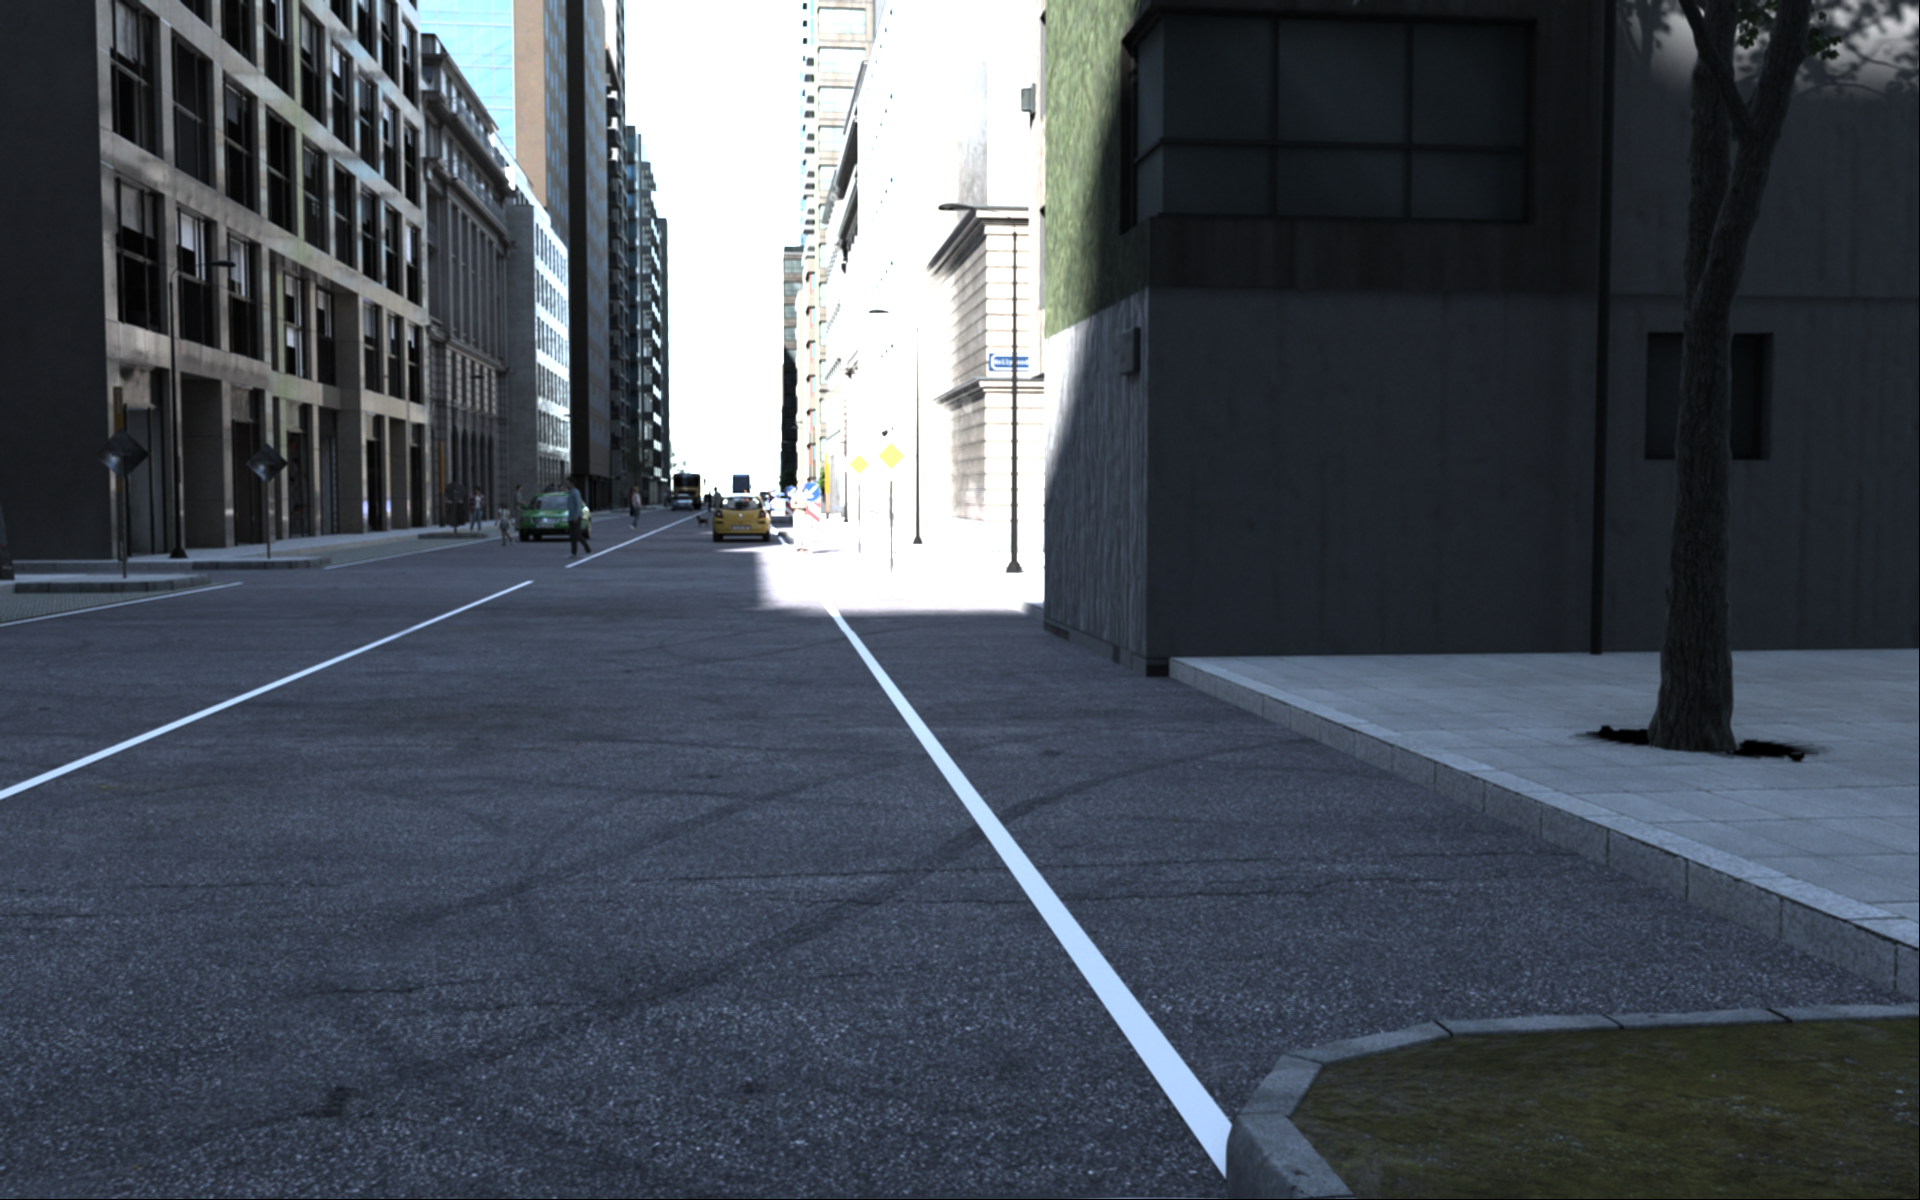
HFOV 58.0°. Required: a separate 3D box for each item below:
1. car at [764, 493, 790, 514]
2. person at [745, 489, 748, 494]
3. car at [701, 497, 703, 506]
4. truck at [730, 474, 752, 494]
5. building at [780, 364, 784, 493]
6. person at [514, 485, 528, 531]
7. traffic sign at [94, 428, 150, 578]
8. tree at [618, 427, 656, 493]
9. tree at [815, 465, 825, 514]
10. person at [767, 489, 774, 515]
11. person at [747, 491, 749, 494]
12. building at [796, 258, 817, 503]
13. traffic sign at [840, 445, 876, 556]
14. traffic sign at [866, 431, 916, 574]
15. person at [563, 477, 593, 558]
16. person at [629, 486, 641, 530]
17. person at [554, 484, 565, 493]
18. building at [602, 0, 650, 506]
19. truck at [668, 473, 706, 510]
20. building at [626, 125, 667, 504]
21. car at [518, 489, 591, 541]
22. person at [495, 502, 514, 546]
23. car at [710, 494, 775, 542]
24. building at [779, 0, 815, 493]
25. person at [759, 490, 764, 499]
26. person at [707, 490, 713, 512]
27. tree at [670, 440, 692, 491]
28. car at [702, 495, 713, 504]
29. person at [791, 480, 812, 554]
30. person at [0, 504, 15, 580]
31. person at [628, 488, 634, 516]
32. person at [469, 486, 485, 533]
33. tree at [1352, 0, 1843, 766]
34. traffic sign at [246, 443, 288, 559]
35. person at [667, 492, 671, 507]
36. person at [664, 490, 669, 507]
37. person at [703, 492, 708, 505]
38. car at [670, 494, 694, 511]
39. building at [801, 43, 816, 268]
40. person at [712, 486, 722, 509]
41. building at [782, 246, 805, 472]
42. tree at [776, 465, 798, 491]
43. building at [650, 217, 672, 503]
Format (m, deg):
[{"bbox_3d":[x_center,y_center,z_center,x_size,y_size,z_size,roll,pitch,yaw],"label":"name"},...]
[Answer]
[{"bbox_3d":[-13.173,-7.081,125.368,1.945,1.707,3.694,0,4,-8],"label":"car"},{"bbox_3d":[-16.506,-7.645,133.455,0.705,1.831,1.348,-2,4,-27],"label":"person"},{"bbox_3d":[-32.180,-12.116,209.896,2.131,1.459,4.920,0,4,-7],"label":"car"},{"bbox_3d":[-27.874,-14.162,221.308,2.967,4.110,18.799,0,4,-8],"label":"truck"},{"bbox_3d":[-9.254,-23.281,225.678,27.650,21.520,28.899,0,4,-7],"label":"building"},{"bbox_3d":[-17.009,-3.575,67.147,0.583,1.804,0.606,-1,4,-18],"label":"person"},{"bbox_3d":[-12.711,-1.386,26.304,0.795,2.450,0.064,0,4,-7],"label":"traffic sign"},{"bbox_3d":[-34.698,-14.384,185.539,4.360,8.622,3.978,0,3,0],"label":"tree"},{"bbox_3d":[-8.899,-7.218,112.623,1.663,3.219,1.824,0,3,0],"label":"tree"},{"bbox_3d":[-12.672,-6.571,116.465,0.721,1.766,1.217,-1,4,-14],"label":"person"},{"bbox_3d":[-22.192,-10.494,180.809,0.721,1.736,1.217,2,4,35],"label":"person"},{"bbox_3d":[0.760,-18.231,143.121,27.650,21.520,28.899,0,4,-7],"label":"building"},{"bbox_3d":[-2.071,-1.956,35.625,0.795,2.450,0.064,0,4,-7],"label":"traffic sign"},{"bbox_3d":[-1.101,-1.471,27.699,0.795,2.450,0.064,0,4,-7],"label":"traffic sign"},{"bbox_3d":[-8.562,-1.852,38.792,0.620,1.820,0.660,-2,4,-32],"label":"person"},{"bbox_3d":[-12.838,-3.626,68.463,0.731,1.740,0.598,3,4,39],"label":"person"},{"bbox_3d":[-16.692,-3.916,72.394,0.638,1.841,0.748,0,4,4],"label":"person"},{"bbox_3d":[-46.679,-46.531,199.040,20.563,71.187,20.611,0,4,-7],"label":"building"},{"bbox_3d":[-25.341,-10.084,160.797,3.469,3.379,9.791,-1,4,-9],"label":"truck"},{"bbox_3d":[-50.691,-37.021,224.902,23.786,49.044,30.456,0,4,-7],"label":"building"},{"bbox_3d":[-12.593,-2.760,53.919,1.959,1.807,4.718,0,4,-5],"label":"car"},{"bbox_3d":[-12.635,-2.110,48.008,0.382,1.210,0.505,3,5,40],"label":"person"},{"bbox_3d":[-6.694,-2.631,53.243,2.015,1.641,3.980,0,4,-6],"label":"car"},{"bbox_3d":[-15.170,-57.518,253.089,22.319,86.520,31.000,0,4,-7],"label":"building"},{"bbox_3d":[-21.357,-10.882,186.285,0.599,1.838,0.709,2,4,27],"label":"person"},{"bbox_3d":[-20.486,-8.165,142.128,0.705,1.807,1.348,1,4,13],"label":"person"},{"bbox_3d":[-44.708,-20.337,266.919,7.601,10.594,8.767,0,4,1],"label":"tree"},{"bbox_3d":[-35.552,-14.288,245.972,2.083,1.381,4.827,0,4,-5],"label":"car"},{"bbox_3d":[-3.757,-1.966,41.197,0.519,1.759,0.362,-3,5,-43],"label":"person"},{"bbox_3d":[-10.495,-0.607,18.611,0.709,1.800,0.728,-1,4,-11],"label":"person"},{"bbox_3d":[-21.092,-6.308,111.573,0.705,1.831,1.348,1,4,15],"label":"person"},{"bbox_3d":[-17.641,-3.298,63.261,0.563,1.720,0.643,-2,4,-27],"label":"person"},{"bbox_3d":[3.883,-5.053,8.380,9.928,11.665,9.643,0,3,0],"label":"tree"},{"bbox_3d":[-13.681,-1.871,34.231,0.795,2.450,0.064,0,4,-7],"label":"traffic sign"},{"bbox_3d":[-33.167,-11.481,197.006,0.721,1.735,1.217,-3,4,-36],"label":"person"},{"bbox_3d":[-31.113,-10.732,183.832,0.599,1.838,0.709,0,4,5],"label":"person"},{"bbox_3d":[-33.488,-13.400,228.147,0.990,1.755,0.434,2,4,28],"label":"person"},{"bbox_3d":[-23.788,-8.328,148.158,2.014,1.417,4.499,-1,4,-9],"label":"car"},{"bbox_3d":[-4.233,-33.758,171.553,23.786,49.044,30.456,0,4,-7],"label":"building"},{"bbox_3d":[-11.639,-4.548,82.958,0.391,1.810,0.635,1,4,17],"label":"person"},{"bbox_3d":[-13.759,-26.393,203.233,14.160,30.474,14.107,0,4,-7],"label":"building"},{"bbox_3d":[-18.745,-12.825,193.398,4.285,4.588,4.351,0,3,0],"label":"tree"},{"bbox_3d":[-48.948,-34.520,247.991,14.154,41.232,14.086,0,4,-7],"label":"building"}]
